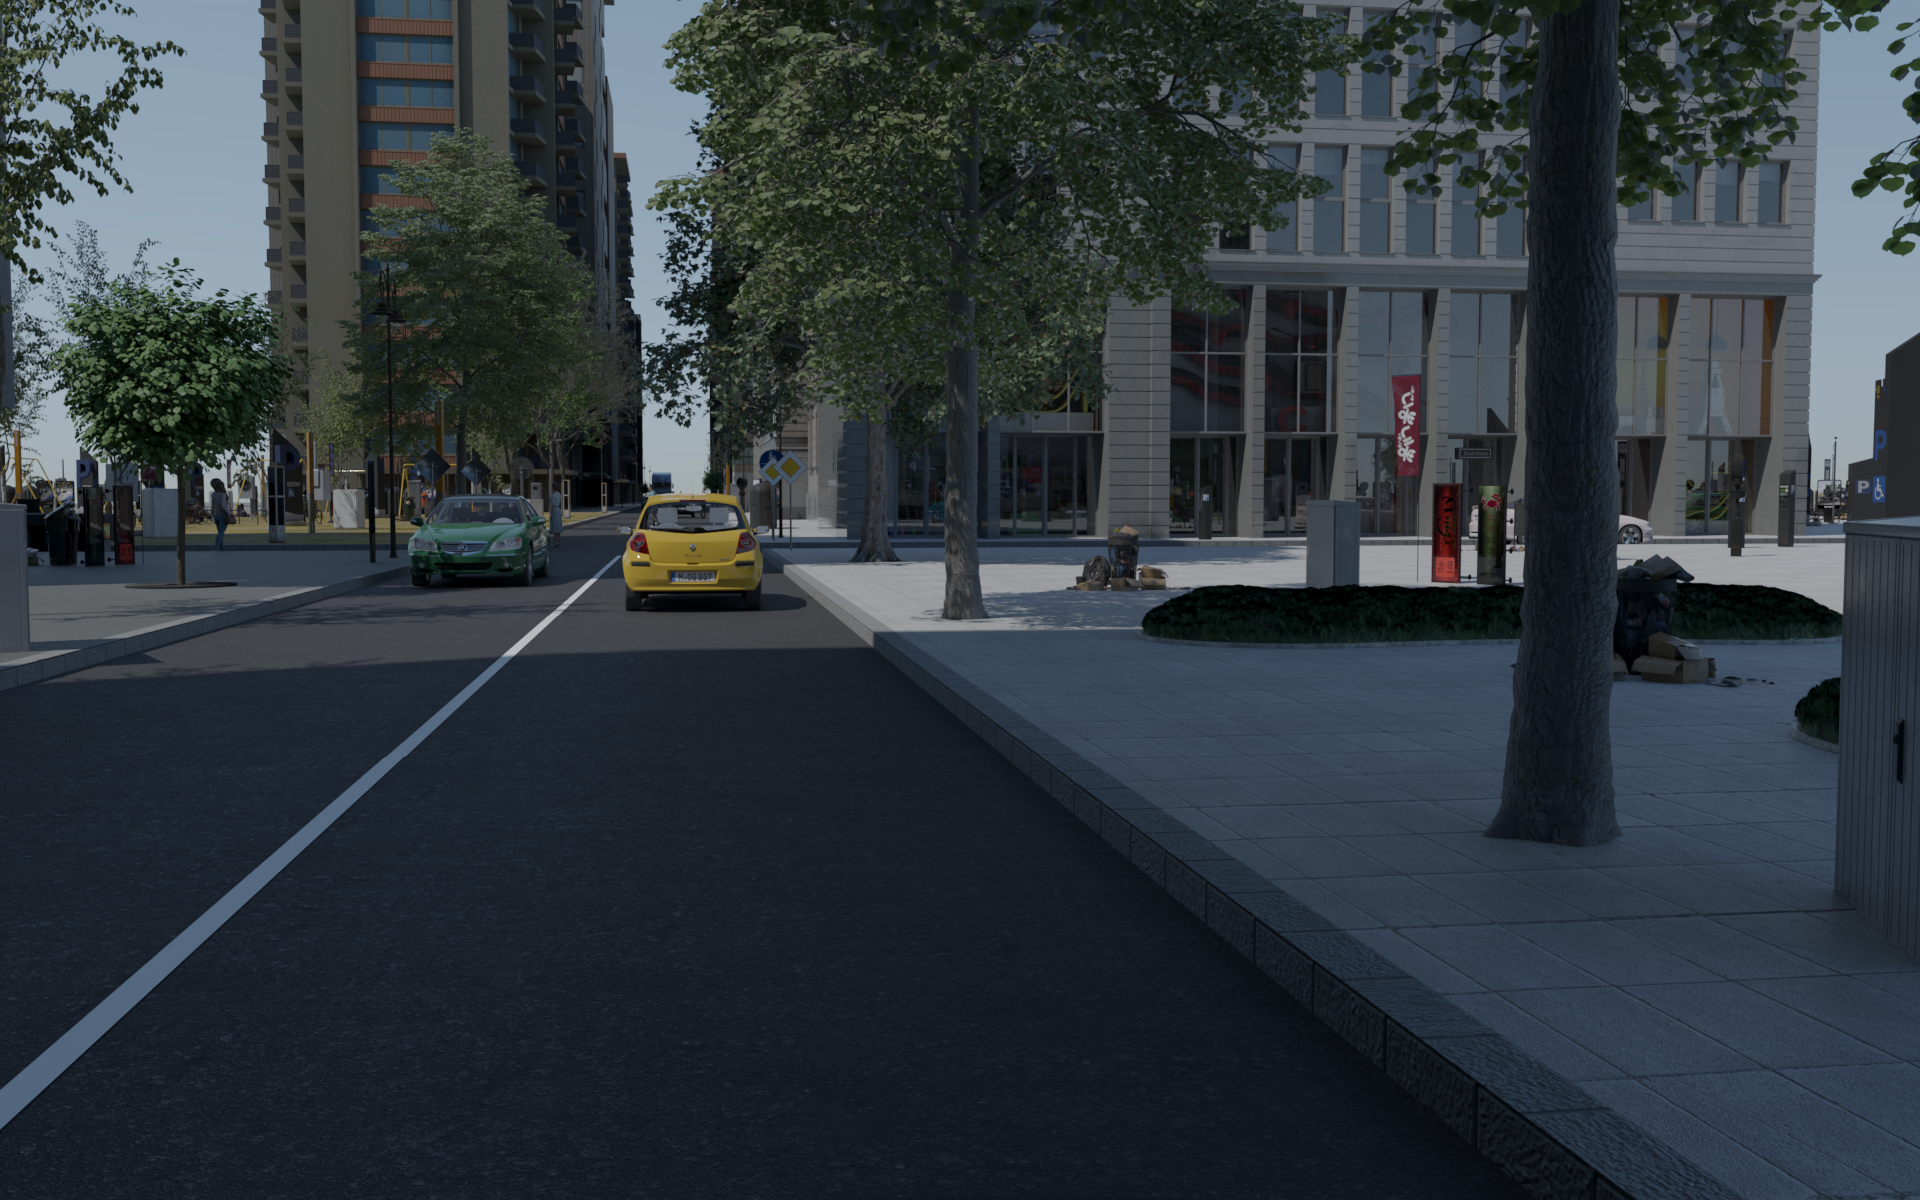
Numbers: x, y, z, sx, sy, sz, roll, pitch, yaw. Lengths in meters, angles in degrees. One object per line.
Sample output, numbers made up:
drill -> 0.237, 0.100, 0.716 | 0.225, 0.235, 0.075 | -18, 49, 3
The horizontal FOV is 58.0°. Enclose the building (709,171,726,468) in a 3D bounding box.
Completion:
building -> -22.071, -35.259, 231.105 | 22.147, 44.769, 28.867 | -1, 4, -9

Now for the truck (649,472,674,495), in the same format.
truck -> -37.784, -14.118, 220.588 | 2.967, 4.110, 18.799 | -1, 4, -8

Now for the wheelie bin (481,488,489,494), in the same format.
wheelie bin -> -24.358, -4.936, 88.610 | 0.693, 1.594, 0.980 | 0, 4, -8

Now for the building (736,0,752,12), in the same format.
building -> -8.962, -30.565, 154.366 | 22.147, 44.769, 28.867 | -1, 4, -9

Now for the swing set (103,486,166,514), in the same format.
swing set -> -48.824, -6.431, 102.770 | 2.862, 2.851, 3.119 | 1, 4, 22

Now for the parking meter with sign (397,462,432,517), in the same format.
parking meter with sign -> -29.833, -6.022, 94.723 | 1.738, 3.016, 0.543 | -1, 4, -13

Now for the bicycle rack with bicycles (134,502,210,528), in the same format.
bicycle rack with bicycles -> -30.502, -3.208, 65.826 | 2.852, 0.926, 2.925 | -1, 4, -9

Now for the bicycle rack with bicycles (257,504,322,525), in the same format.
bicycle rack with bicycles -> -28.014, -3.642, 72.930 | 2.852, 0.926, 2.925 | 2, 4, 26

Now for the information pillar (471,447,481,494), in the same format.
information pillar -> -24.154, -5.816, 86.443 | 0.504, 3.616, 0.183 | -3, 5, -42

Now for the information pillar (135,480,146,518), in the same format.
information pillar -> -43.604, -5.350, 91.959 | 0.304, 2.012, 0.304 | -1, 4, -12

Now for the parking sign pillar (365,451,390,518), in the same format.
parking sign pillar -> -31.103, -6.337, 92.090 | 1.447, 3.967, 1.447 | 3, 5, 43

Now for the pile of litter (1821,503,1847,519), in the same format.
pile of litter -> 44.637, -4.519, 87.848 | 1.176, 0.858, 1.719 | -3, 4, -36

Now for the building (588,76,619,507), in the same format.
building -> -43.414, -32.499, 181.477 | 14.600, 45.320, 14.200 | -1, 4, -9

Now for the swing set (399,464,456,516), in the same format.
swing set -> -27.704, -5.687, 90.606 | 3.119, 2.851, 2.862 | 0, 4, -4

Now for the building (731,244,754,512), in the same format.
building -> -10.459, -22.063, 132.425 | 14.160, 30.474, 14.107 | -1, 4, -9

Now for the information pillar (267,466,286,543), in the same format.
information pillar -> -17.950, -2.507, 45.481 | 0.304, 2.012, 0.304 | 2, 4, 24

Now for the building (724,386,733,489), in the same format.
building -> -10.836, -20.729, 183.963 | 27.650, 21.520, 28.899 | -1, 4, -9

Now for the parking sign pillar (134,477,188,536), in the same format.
parking sign pillar -> -24.745, -3.965, 53.299 | 1.447, 3.967, 1.447 | -2, 4, -28

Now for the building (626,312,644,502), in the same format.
building -> -56.149, -30.264, 266.515 | 14.160, 30.474, 14.107 | -1, 4, -9

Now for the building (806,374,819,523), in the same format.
building -> 0.304, -17.541, 74.189 | 14.401, 28.519, 23.554 | -1, 4, -9

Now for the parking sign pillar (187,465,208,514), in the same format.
parking sign pillar -> -47.162, -7.231, 106.700 | 1.447, 3.967, 1.447 | 1, 4, 13

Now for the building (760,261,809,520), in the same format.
building -> -5.941, -15.037, 95.006 | 9.793, 20.994, 18.267 | -1, 4, -9

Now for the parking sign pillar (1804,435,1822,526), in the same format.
parking sign pillar -> 33.825, -4.955, 69.478 | 1.447, 3.967, 1.447 | 1, 4, 19

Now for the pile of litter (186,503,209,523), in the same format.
pile of litter -> -34.457, -3.890, 77.565 | 1.176, 0.858, 1.719 | 0, 4, -2

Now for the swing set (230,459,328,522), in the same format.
swing set -> -31.084, -4.957, 78.666 | 3.119, 2.851, 2.862 | 1, 4, 20

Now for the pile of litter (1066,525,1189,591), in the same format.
pile of litter -> 2.299, -0.572, 23.310 | 1.719, 0.858, 1.176 | 0, 4, 6

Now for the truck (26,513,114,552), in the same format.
truck -> -29.603, -3.068, 39.924 | 18.799, 4.110, 2.967 | -1, 4, -10

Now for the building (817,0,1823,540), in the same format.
building -> 10.542, -16.986, 55.206 | 29.804, 29.767, 11.434 | -1, 4, -9

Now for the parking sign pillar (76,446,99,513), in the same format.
parking sign pillar -> -48.886, -6.641, 97.058 | 1.447, 3.967, 1.447 | 2, 4, 24

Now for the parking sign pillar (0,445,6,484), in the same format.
parking sign pillar -> -52.315, -6.445, 93.849 | 1.447, 3.967, 1.447 | 0, 4, 8

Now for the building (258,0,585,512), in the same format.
building -> -40.159, -29.198, 132.013 | 22.147, 44.769, 28.867 | -1, 4, -9

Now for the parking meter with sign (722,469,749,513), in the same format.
parking meter with sign -> -15.338, -7.475, 118.478 | 1.738, 3.016, 0.543 | 1, 4, 9

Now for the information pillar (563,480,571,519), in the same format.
information pillar -> -20.386, -5.218, 89.802 | 0.304, 2.012, 0.304 | 0, 4, 3

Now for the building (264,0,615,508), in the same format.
building -> -46.660, -34.886, 159.629 | 28.713, 52.752, 27.495 | -1, 4, -9

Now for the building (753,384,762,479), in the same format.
building -> -8.056, -15.829, 113.561 | 10.420, 20.320, 16.860 | -1, 4, -9

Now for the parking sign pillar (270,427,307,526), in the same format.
parking sign pillar -> -26.873, -4.933, 69.127 | 1.447, 3.967, 1.447 | 2, 4, 24

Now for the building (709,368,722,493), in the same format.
building -> -32.350, -30.628, 272.467 | 14.160, 30.474, 14.107 | -1, 4, -9

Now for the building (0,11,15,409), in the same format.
building -> -23.853, -20.955, 26.212 | 14.086, 41.232, 14.154 | -1, 4, -9

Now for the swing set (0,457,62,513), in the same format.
swing set -> -40.367, -4.712, 74.668 | 2.862, 2.851, 3.119 | -1, 4, -10

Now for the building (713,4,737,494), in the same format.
building -> -26.300, -49.932, 254.631 | 20.563, 71.187, 20.611 | -1, 4, -9

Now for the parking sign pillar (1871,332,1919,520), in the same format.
parking sign pillar -> 12.673, -2.087, 22.598 | 1.447, 3.967, 1.447 | 0, 4, 3

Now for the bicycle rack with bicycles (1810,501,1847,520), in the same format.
bicycle rack with bicycles -> 42.386, -4.400, 85.324 | 2.852, 0.926, 2.925 | -3, 5, -42

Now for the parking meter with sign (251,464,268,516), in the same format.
parking meter with sign -> -40.451, -6.414, 101.135 | 1.738, 3.016, 0.543 | 1, 4, 12

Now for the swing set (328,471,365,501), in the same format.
swing set -> -40.488, -7.254, 116.226 | 3.119, 2.851, 2.862 | 0, 4, 7

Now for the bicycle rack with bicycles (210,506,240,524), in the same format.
bicycle rack with bicycles -> -31.932, -3.650, 73.059 | 2.852, 0.926, 2.925 | 3, 4, 38

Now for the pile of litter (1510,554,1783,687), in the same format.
pile of litter -> 4.749, 0.112, 12.136 | 1.176, 0.858, 1.719 | -2, 4, -33

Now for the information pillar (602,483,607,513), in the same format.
information pillar -> -23.757, -6.804, 115.732 | 0.304, 2.012, 0.304 | 0, 4, 0

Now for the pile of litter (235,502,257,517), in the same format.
pile of litter -> -39.777, -5.030, 96.205 | 1.176, 0.858, 1.719 | -3, 5, -39

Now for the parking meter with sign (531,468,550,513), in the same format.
parking meter with sign -> -28.701, -7.409, 117.404 | 1.738, 3.016, 0.543 | 0, 4, -7

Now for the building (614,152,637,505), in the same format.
building -> -52.117, -34.303, 215.480 | 22.147, 44.769, 28.867 | -1, 4, -9

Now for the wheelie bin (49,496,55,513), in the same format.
wheelie bin -> -47.217, -4.983, 89.373 | 0.693, 1.594, 0.980 | 0, 4, 0
